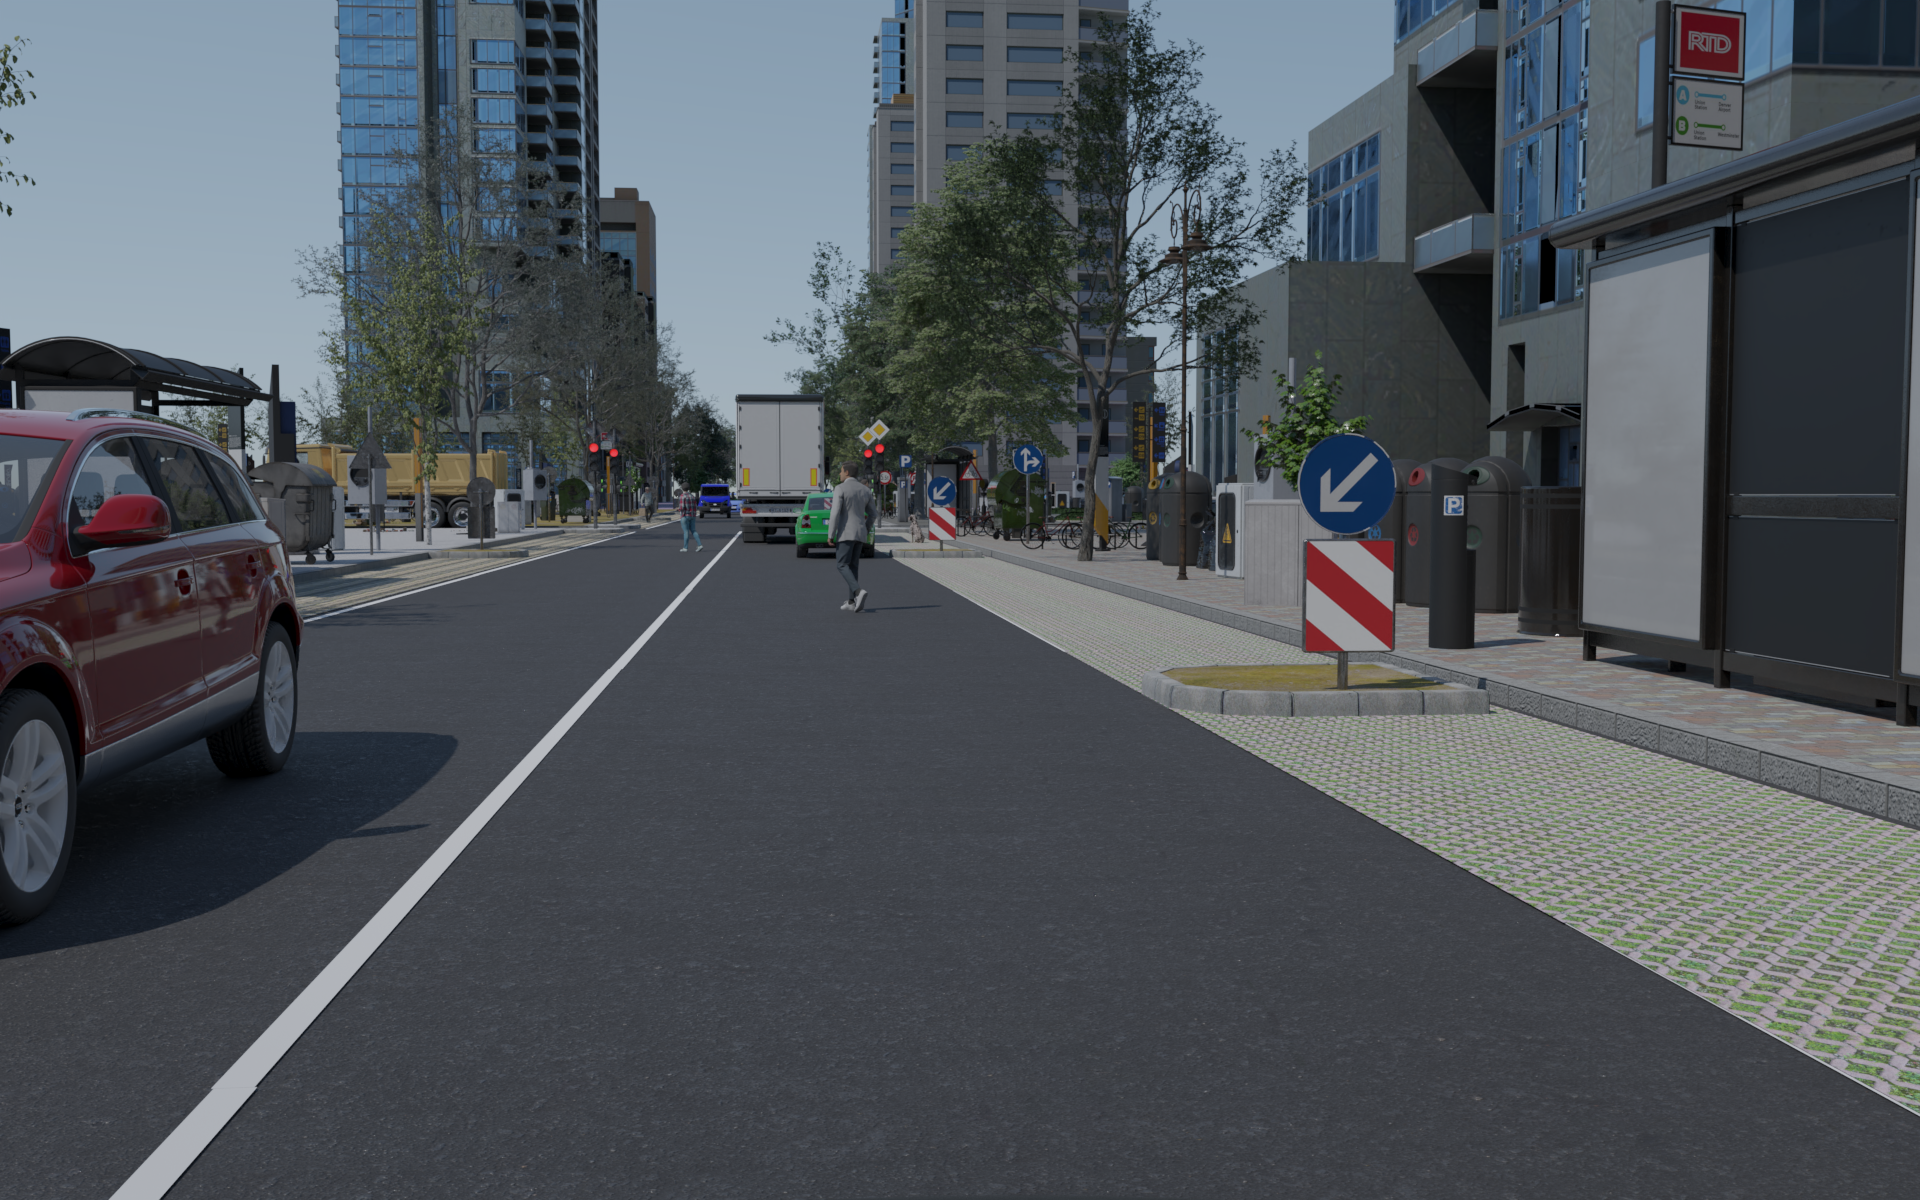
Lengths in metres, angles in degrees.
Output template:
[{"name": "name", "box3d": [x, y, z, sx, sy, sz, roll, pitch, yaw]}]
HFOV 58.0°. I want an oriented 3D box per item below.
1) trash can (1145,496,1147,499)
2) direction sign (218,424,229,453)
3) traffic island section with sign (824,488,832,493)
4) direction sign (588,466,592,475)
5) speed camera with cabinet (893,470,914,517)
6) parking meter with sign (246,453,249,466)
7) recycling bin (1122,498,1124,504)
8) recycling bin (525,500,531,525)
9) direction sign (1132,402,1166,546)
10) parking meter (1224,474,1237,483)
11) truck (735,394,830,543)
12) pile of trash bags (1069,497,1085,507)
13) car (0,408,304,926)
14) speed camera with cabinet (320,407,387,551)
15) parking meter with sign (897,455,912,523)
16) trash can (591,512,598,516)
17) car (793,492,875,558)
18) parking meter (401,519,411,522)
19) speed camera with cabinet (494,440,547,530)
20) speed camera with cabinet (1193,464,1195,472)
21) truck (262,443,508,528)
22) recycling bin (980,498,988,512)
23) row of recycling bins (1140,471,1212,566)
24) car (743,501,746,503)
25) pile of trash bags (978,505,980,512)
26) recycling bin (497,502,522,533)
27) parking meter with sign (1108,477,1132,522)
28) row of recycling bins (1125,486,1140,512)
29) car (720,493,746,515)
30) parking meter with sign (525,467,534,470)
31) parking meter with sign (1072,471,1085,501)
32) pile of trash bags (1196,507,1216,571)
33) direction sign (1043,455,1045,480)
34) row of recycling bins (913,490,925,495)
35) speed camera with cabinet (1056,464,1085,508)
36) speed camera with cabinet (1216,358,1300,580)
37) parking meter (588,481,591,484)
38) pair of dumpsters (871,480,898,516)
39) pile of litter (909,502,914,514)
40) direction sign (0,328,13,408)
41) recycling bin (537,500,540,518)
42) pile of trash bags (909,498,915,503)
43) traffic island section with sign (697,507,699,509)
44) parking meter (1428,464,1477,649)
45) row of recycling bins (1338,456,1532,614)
[{"name": "trash can", "box3d": [12.948, -6.503, 117.983, 0.748, 1.137, 0.748, 0, 3, 0]}, {"name": "direction sign", "box3d": [-23.509, -3.907, 55.876, 0.876, 3.537, 0.379, 1, 4, 12]}, {"name": "traffic island section with sign", "box3d": [-9.469, -6.958, 122.387, 1.989, 1.847, 2.006, 0, 4, -6]}, {"name": "direction sign", "box3d": [-29.539, -8.945, 138.245, 0.876, 3.537, 0.379, 1, 4, 9]}, {"name": "speed camera with cabinet", "box3d": [-3.284, -6.324, 97.740, 0.660, 3.252, 2.038, -1, 4, -14]}, {"name": "parking meter with sign", "box3d": [-31.121, -4.724, 73.491, 0.543, 3.016, 1.738, 3, 4, 37]}, {"name": "recycling bin", "box3d": [11.359, -6.850, 124.556, 0.722, 1.027, 0.722, 1, 4, 17]}, {"name": "recycling bin", "box3d": [-18.374, -3.649, 72.222, 0.722, 1.027, 0.722, 3, 5, 39]}, {"name": "direction sign", "box3d": [4.655, -3.101, 42.698, 0.876, 3.537, 0.379, -1, 4, -17]}, {"name": "parking meter", "box3d": [7.914, -2.759, 50.826, 0.399, 1.863, 0.255, 0, 4, 5]}, {"name": "truck", "box3d": [-5.481, -3.993, 54.200, 2.839, 4.237, 11.283, 0, 4, -4]}, {"name": "pile of trash bags", "box3d": [8.681, -6.818, 121.228, 1.912, 1.369, 3.447, -1, 4, -19]}, {"name": "car", "box3d": [-4.305, 0.084, 7.301, 2.281, 1.827, 5.304, 0, 4, -7]}, {"name": "speed camera with cabinet", "box3d": [-14.055, -2.744, 39.206, 2.038, 3.252, 0.660, 1, 4, 11]}, {"name": "parking meter with sign", "box3d": [-2.569, -5.028, 78.475, 0.543, 3.016, 1.738, -1, 4, -9]}, {"name": "trash can", "box3d": [-21.567, -5.508, 101.703, 0.748, 1.137, 0.748, 0, 3, 0]}, {"name": "car", "box3d": [-2.917, -1.930, 40.356, 1.959, 1.807, 4.718, 0, 4, -5]}, {"name": "parking meter", "box3d": [-25.121, -4.451, 78.483, 0.399, 1.863, 0.255, -3, 5, -44]}, {"name": "speed camera with cabinet", "box3d": [-15.908, -4.182, 62.719, 0.660, 3.252, 2.038, 2, 4, 34]}, {"name": "speed camera with cabinet", "box3d": [16.052, -7.362, 114.701, 0.660, 3.252, 2.038, -2, 4, -30]}, {"name": "truck", "box3d": [-22.770, -4.372, 67.399, 9.791, 3.379, 3.469, 0, 4, -4]}, {"name": "recycling bin", "box3d": [1.795, -6.591, 120.318, 0.722, 1.027, 0.722, 1, 4, 17]}, {"name": "row of recycling bins", "box3d": [4.117, -1.545, 32.378, 1.069, 1.692, 3.534, 0, 4, 0]}, {"name": "car", "box3d": [-22.398, -10.465, 183.681, 1.945, 1.354, 3.894, 0, 4, -4]}, {"name": "pile of trash bags", "box3d": [2.841, -7.238, 128.096, 1.912, 1.369, 3.447, 2, 4, 31]}, {"name": "recycling bin", "box3d": [-14.960, -2.749, 57.496, 0.722, 1.027, 0.722, -1, 4, -10]}, {"name": "parking meter with sign", "box3d": [6.726, -4.844, 75.462, 1.738, 3.016, 0.543, -3, 4, -37]}, {"name": "row of recycling bins", "box3d": [8.948, -5.001, 88.878, 1.069, 1.692, 3.534, 0, 4, 6]}, {"name": "car", "box3d": [-16.048, -6.864, 121.820, 1.945, 1.707, 3.694, 0, 4, -8]}, {"name": "parking meter with sign", "box3d": [-27.492, -7.070, 111.848, 0.543, 3.016, 1.738, 0, 4, 5]}, {"name": "parking meter with sign", "box3d": [9.560, -8.392, 133.462, 1.738, 3.016, 0.543, -1, 4, -15]}, {"name": "pile of trash bags", "box3d": [5.737, -1.199, 29.361, 3.447, 1.369, 1.912, 1, 4, 9]}, {"name": "direction sign", "box3d": [4.496, -6.553, 99.144, 0.876, 3.537, 0.379, -2, 4, -28]}, {"name": "row of recycling bins", "box3d": [-2.356, -8.618, 148.010, 3.534, 1.692, 1.069, 0, 4, -1]}, {"name": "speed camera with cabinet", "box3d": [7.157, -7.307, 113.809, 2.038, 3.252, 0.660, -1, 4, -15]}, {"name": "speed camera with cabinet", "box3d": [4.478, -1.929, 25.871, 0.660, 3.252, 2.038, -1, 4, -15]}, {"name": "parking meter", "box3d": [-17.019, -4.470, 78.803, 0.399, 1.863, 0.255, 1, 4, 13]}, {"name": "pair of dumpsters", "box3d": [-4.340, -6.030, 101.088, 1.574, 2.255, 4.437, 0, 4, -6]}, {"name": "pile of litter", "box3d": [-2.958, -5.969, 111.550, 1.176, 0.858, 1.719, 0, 4, 1]}, {"name": "direction sign", "box3d": [-13.105, -1.919, 23.372, 0.379, 3.537, 0.876, 1, 4, 13]}, {"name": "recycling bin", "box3d": [-23.406, -5.013, 94.517, 0.722, 1.027, 0.722, 2, 4, 30]}, {"name": "pile of trash bags", "box3d": [-4.575, -7.848, 138.062, 3.447, 1.369, 1.912, 0, 4, -3]}, {"name": "traffic island section with sign", "box3d": [-24.982, -9.959, 171.461, 1.989, 1.847, 2.006, 0, 4, -6]}, {"name": "parking meter", "box3d": [4.107, -0.368, 14.431, 0.372, 1.533, 0.369, 0, 3, 0]}, {"name": "row of recycling bins", "box3d": [5.352, -0.800, 20.196, 1.069, 1.692, 3.534, -1, 4, -21]}]
